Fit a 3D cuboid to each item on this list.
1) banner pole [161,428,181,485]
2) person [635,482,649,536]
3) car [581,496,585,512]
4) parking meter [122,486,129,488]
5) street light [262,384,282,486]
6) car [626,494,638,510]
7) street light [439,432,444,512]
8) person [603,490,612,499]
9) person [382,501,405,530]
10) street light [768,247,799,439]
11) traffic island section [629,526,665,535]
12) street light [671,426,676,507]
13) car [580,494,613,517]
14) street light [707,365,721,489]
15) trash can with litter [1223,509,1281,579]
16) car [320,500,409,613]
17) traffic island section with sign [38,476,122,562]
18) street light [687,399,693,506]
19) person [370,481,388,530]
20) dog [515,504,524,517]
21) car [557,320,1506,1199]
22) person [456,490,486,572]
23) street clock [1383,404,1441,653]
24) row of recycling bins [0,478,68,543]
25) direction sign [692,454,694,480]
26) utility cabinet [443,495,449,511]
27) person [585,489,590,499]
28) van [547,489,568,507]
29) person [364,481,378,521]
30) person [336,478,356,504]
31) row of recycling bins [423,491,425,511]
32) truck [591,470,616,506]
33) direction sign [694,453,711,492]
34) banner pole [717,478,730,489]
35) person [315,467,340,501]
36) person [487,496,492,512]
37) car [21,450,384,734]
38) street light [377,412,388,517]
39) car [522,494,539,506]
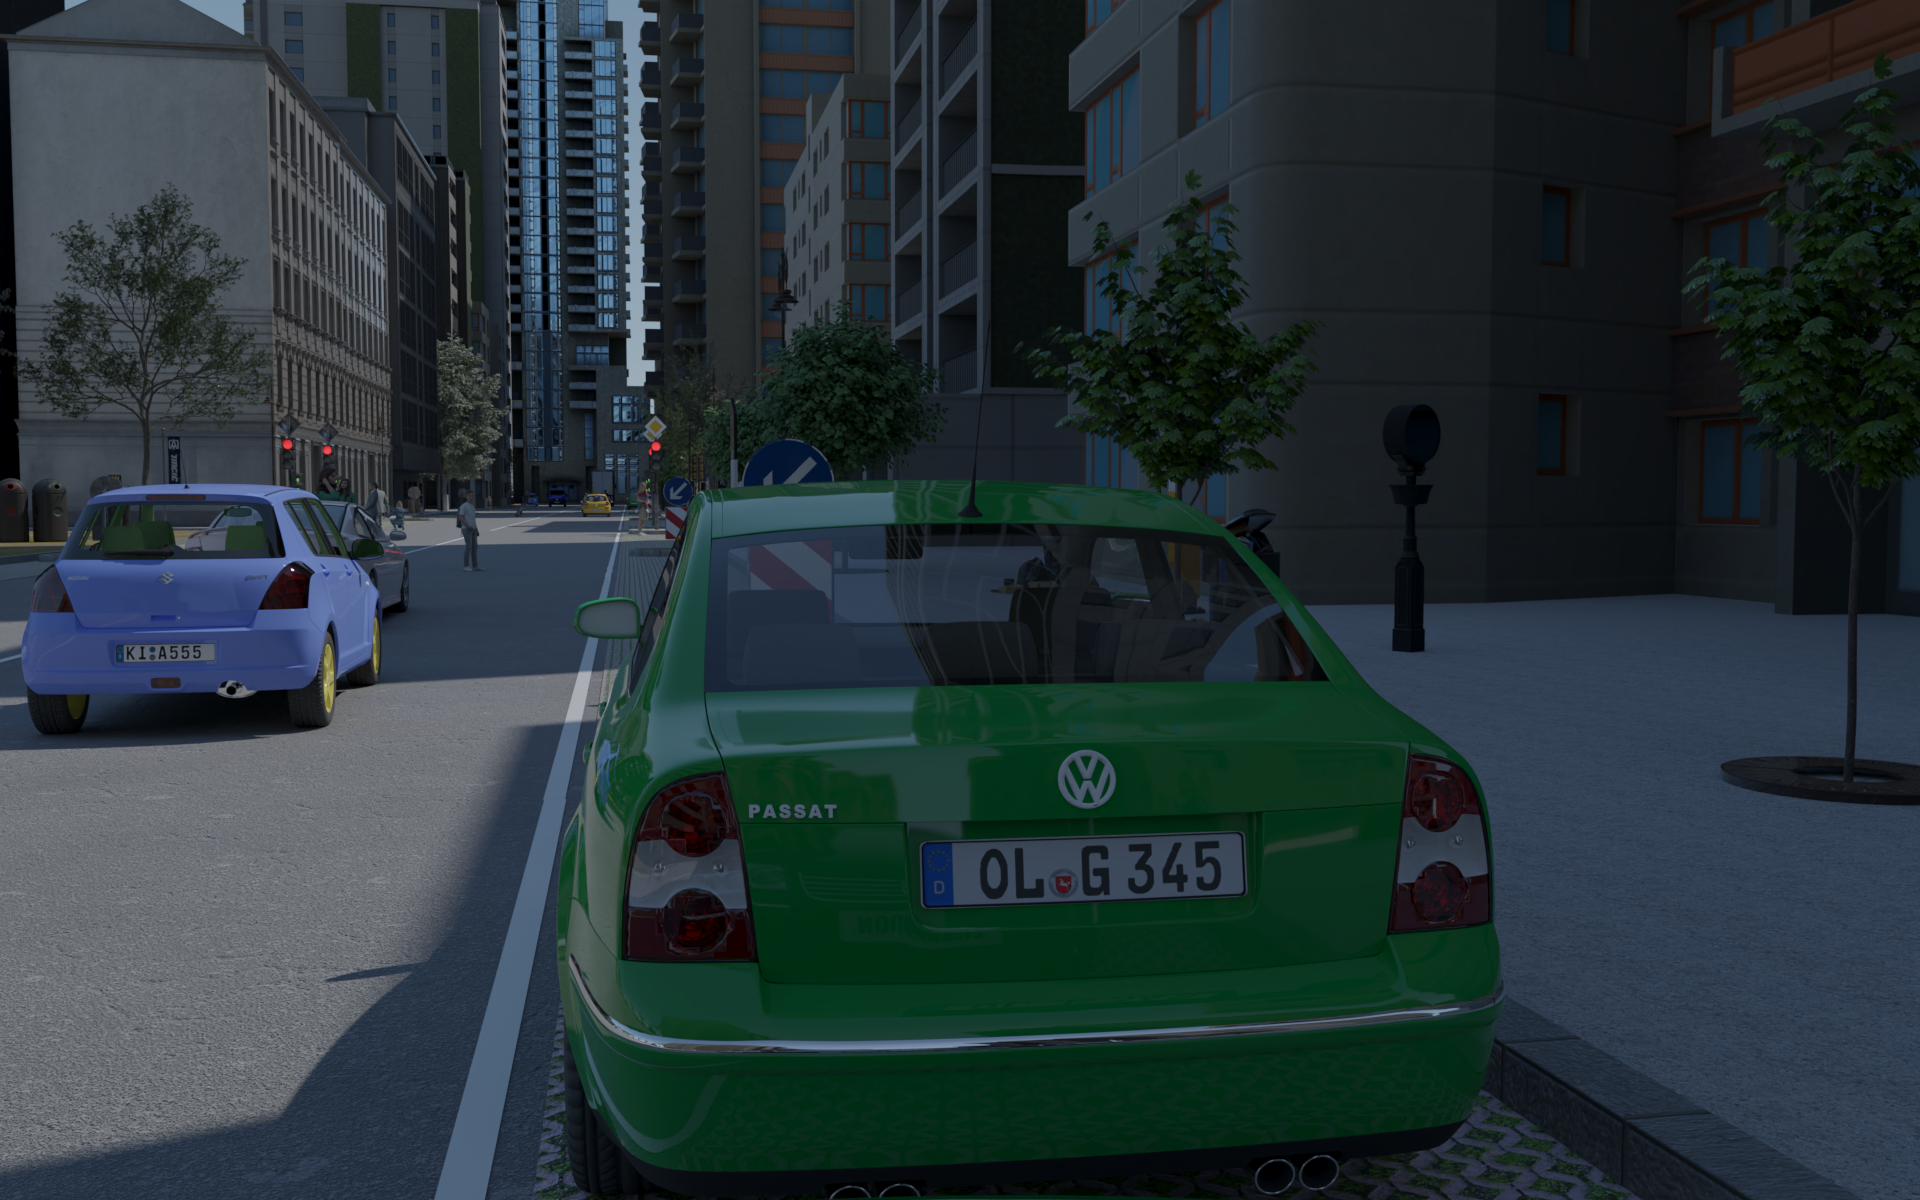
[{"bbox_3d":[-30.012,-4.637,65.833,0.401,3.779,0.863,3,5,44],"label":"banner pole"},{"bbox_3d":[-10.858,-3.104,59.231,0.573,1.828,0.580,-2,4,-35],"label":"person"},{"bbox_3d":[-29.507,-7.793,139.414,2.014,1.417,4.499,-1,4,-9],"label":"car"},{"bbox_3d":[-25.183,-2.673,52.119,0.372,1.533,0.369,0,3,0],"label":"parking meter"},{"bbox_3d":[-26.901,-5.813,67.824,0.468,5.910,1.993,-1,4,-11],"label":"street light"},{"bbox_3d":[-29.379,-9.102,157.605,1.959,1.807,4.718,-1,4,-12],"label":"car"},{"bbox_3d":[-38.001,-9.418,126.764,0.468,5.910,1.993,-1,4,-11],"label":"street light"},{"bbox_3d":[-37.066,-10.575,181.035,1.348,1.869,0.705,-1,4,-15],"label":"person"},{"bbox_3d":[-22.480,-3.359,68.926,1.012,1.151,0.738,-3,5,-40],"label":"person"},{"bbox_3d":[-3.323,-3.661,32.642,0.468,5.910,1.993,-1,4,-11],"label":"street light"},{"bbox_3d":[-10.868,-2.442,62.201,2.009,0.180,2.903,-1,4,-11],"label":"traffic island section"},{"bbox_3d":[-18.875,-8.664,114.443,0.468,5.910,1.993,-1,4,-11],"label":"street light"},{"bbox_3d":[-22.706,-5.995,108.239,2.015,1.641,3.980,-1,4,-12],"label":"car"},{"bbox_3d":[-8.794,-5.456,61.994,0.468,5.910,1.993,-1,4,-11],"label":"street light"},{"bbox_3d":[1.939,-0.120,13.346,0.624,1.170,1.055,-3,5,-44],"label":"trash can with litter"},{"bbox_3d":[-7.350,-0.432,19.419,2.083,1.381,4.827,-1,4,-11],"label":"car"},{"bbox_3d":[-18.500,-1.756,37.332,1.989,1.847,2.006,-1,4,-11],"label":"traffic island section with sign"},{"bbox_3d":[-13.198,-6.841,84.636,0.468,5.910,1.993,-1,4,-11],"label":"street light"},{"bbox_3d":[-17.304,-2.620,51.438,0.391,1.810,0.635,1,4,18],"label":"person"},{"bbox_3d":[-27.665,-5.594,108.297,0.800,0.831,0.513,0,4,-8],"label":"dog"},{"bbox_3d":[-0.156,0.230,5.029,1.959,1.807,4.718,-1,4,-9],"label":"car"},{"bbox_3d":[-9.079,-1.286,32.128,0.523,1.515,0.503,-1,4,-15],"label":"person"},{"bbox_3d":[3.661,-0.582,14.079,0.471,2.002,0.358,-3,4,-39],"label":"street clock"},{"bbox_3d":[-25.485,-2.352,45.571,3.534,1.692,1.069,-2,4,-35],"label":"row of recycling bins"},{"bbox_3d":[-14.929,-6.535,98.846,0.876,3.537,0.379,2,4,25],"label":"direction sign"},{"bbox_3d":[-39.381,-7.433,132.698,0.306,1.237,1.020,-1,4,-10],"label":"utility cabinet"},{"bbox_3d":[-27.384,-7.240,127.138,0.793,1.790,0.793,2,4,32],"label":"person"},{"bbox_3d":[-44.685,-11.492,192.277,2.240,2.365,5.245,-1,4,-12],"label":"van"},{"bbox_3d":[-16.026,-2.333,46.921,0.573,1.790,0.520,-2,4,-29],"label":"person"},{"bbox_3d":[-14.163,-1.907,39.934,0.600,1.795,0.529,-1,4,-15],"label":"person"},{"bbox_3d":[-41.740,-7.460,129.078,3.534,1.692,1.069,-1,4,-18],"label":"row of recycling bins"},{"bbox_3d":[-41.921,-13.135,203.677,2.839,4.237,11.283,-1,4,-10],"label":"truck"},{"bbox_3d":[-14.272,-6.414,96.860,0.379,3.537,0.876,3,4,38],"label":"direction sign"},{"bbox_3d":[-13.020,-6.485,96.040,0.863,3.779,0.401,-1,4,-16],"label":"banner pole"},{"bbox_3d":[-8.535,-0.896,23.398,0.529,1.795,0.600,0,4,-1],"label":"person"},{"bbox_3d":[-38.599,-7.879,141.998,0.373,1.253,0.362,-2,4,-24],"label":"person"},{"bbox_3d":[-4.968,-0.133,11.760,1.945,1.707,3.694,-1,4,-12],"label":"car"},{"bbox_3d":[-32.477,-7.623,97.422,0.468,5.910,1.993,-1,4,-11],"label":"street light"},{"bbox_3d":[-50.945,-11.980,205.462,1.945,1.707,3.694,-1,4,-11],"label":"car"}]
